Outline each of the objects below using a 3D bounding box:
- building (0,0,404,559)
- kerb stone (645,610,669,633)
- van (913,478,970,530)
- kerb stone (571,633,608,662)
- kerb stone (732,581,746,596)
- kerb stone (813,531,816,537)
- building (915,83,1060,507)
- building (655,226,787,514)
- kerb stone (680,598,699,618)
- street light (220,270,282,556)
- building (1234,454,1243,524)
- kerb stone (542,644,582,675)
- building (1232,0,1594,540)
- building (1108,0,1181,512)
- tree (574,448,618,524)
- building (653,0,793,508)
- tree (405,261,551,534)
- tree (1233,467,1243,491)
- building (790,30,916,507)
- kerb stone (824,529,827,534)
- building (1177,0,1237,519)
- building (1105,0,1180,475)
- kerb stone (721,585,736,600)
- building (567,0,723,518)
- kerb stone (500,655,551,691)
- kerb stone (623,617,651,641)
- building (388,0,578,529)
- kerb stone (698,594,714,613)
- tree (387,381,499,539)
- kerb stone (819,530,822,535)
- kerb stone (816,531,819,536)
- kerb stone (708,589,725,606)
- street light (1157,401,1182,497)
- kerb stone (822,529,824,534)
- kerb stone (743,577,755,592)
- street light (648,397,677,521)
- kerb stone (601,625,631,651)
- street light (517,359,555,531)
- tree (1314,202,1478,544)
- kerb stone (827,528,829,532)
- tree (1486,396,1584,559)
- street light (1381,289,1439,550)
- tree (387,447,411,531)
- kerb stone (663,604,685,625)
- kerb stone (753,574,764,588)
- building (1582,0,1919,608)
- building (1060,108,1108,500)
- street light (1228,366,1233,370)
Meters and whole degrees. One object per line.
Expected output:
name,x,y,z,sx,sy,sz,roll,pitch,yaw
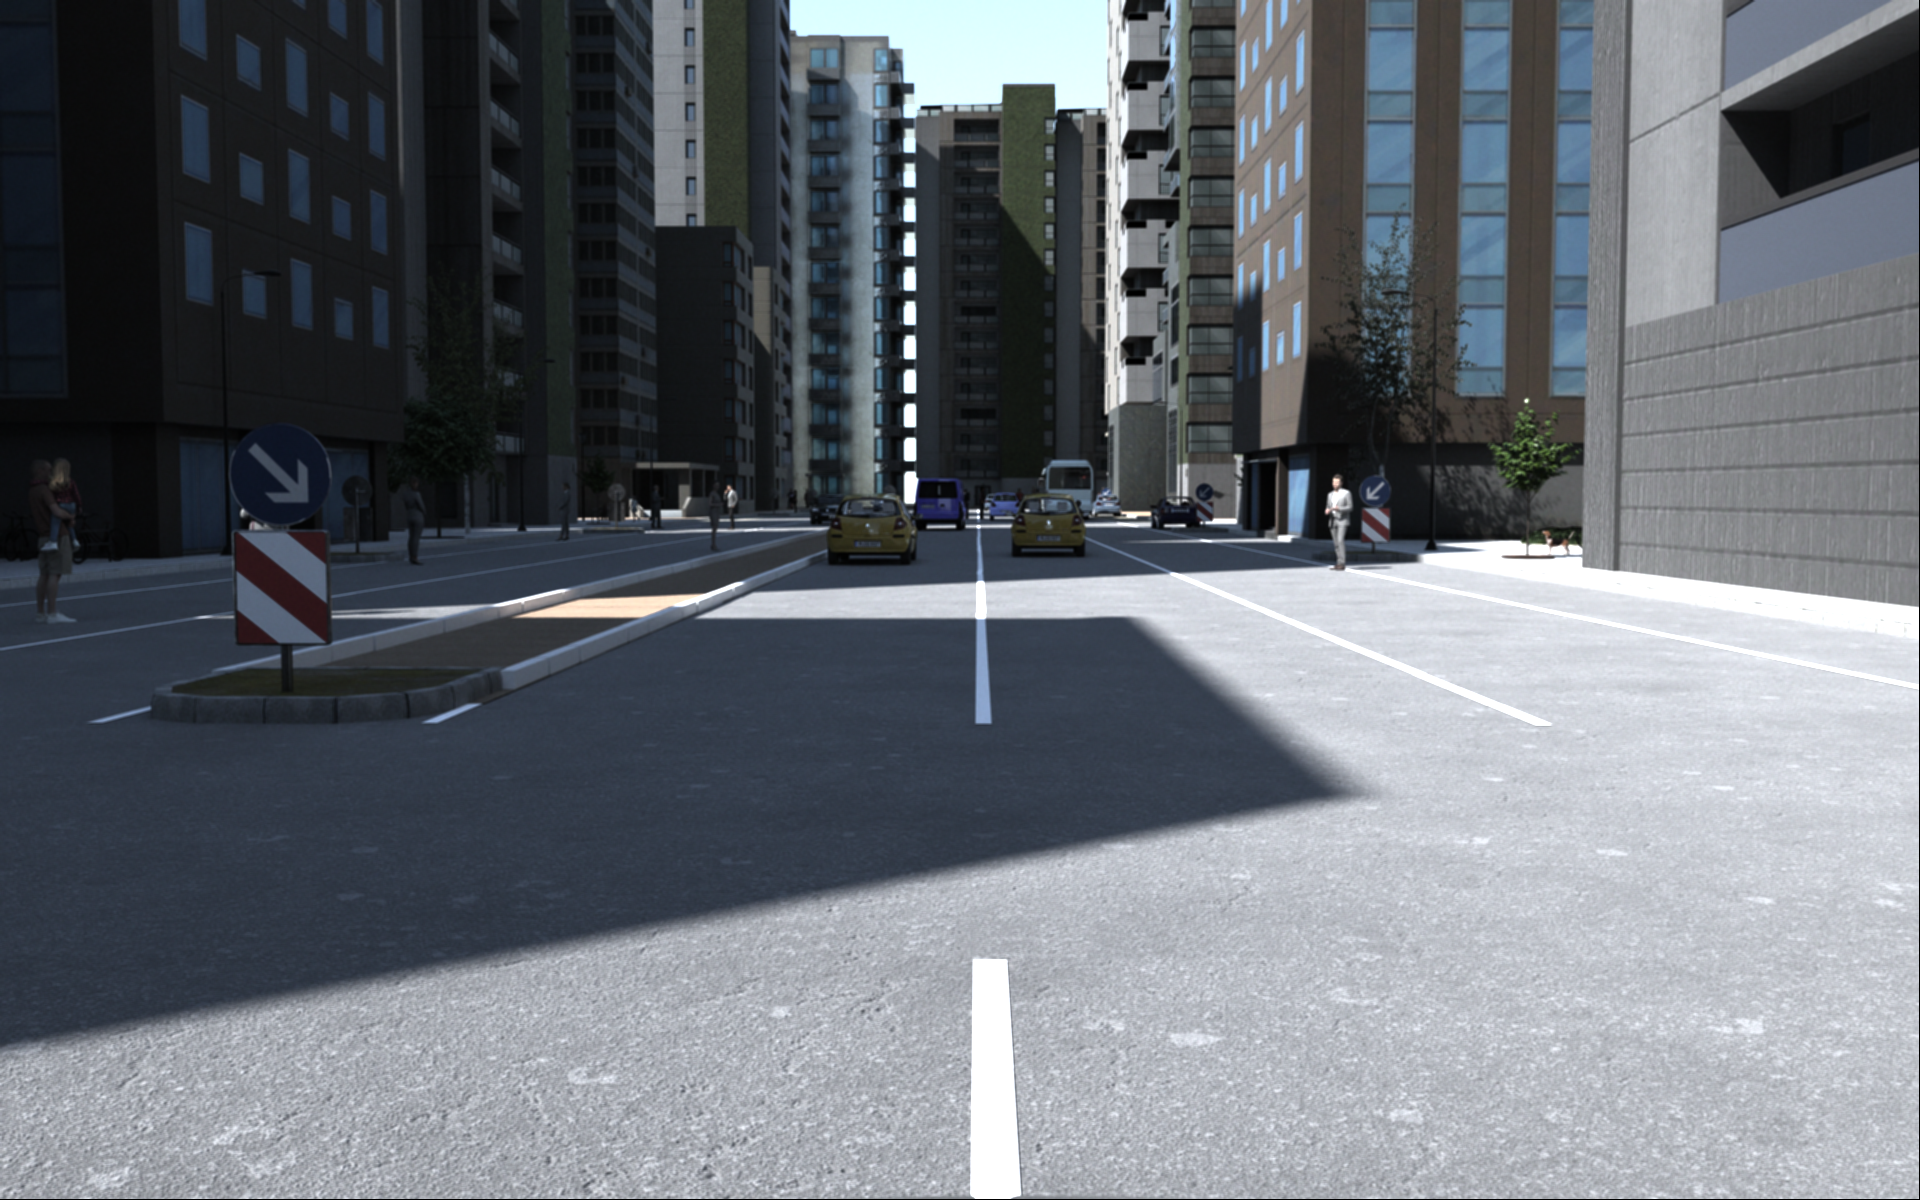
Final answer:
building,-22.354,-23.829,39.721,14.600,45.320,14.200,0,4,1
kerb stone,-3.242,0.241,18.252,0.120,0.150,1.000,0,4,1
van,-0.768,-4.004,69.847,2.240,2.365,5.245,0,4,2
kerb stone,-3.271,0.429,15.180,0.120,0.150,1.000,0,4,1
kerb stone,-3.177,-0.136,24.414,0.120,0.150,1.000,0,4,1
kerb stone,-4.935,-2.142,57.216,0.120,0.150,1.000,0,4,1
building,2.484,-30.132,176.255,14.086,41.232,14.154,0,4,1
building,-28.084,-17.215,126.506,27.650,21.520,28.899,0,4,1
kerb stone,-3.226,0.116,20.299,0.120,0.150,1.000,0,4,1
street light,-14.756,-3.885,36.053,1.470,5.913,1.316,0,4,1
building,19.087,-23.998,75.961,14.154,41.232,14.086,0,4,1
kerb stone,-3.285,0.495,14.152,0.120,0.150,1.000,0,4,1
building,16.576,-24.688,53.760,14.600,45.320,14.200,0,4,1
building,22.603,-49.239,117.735,22.319,86.520,31.000,0,4,1
tree,-15.273,-4.831,73.586,1.663,3.219,1.824,0,3,0
building,-29.272,-37.307,151.962,28.212,58.520,21.231,0,4,1
tree,-15.628,-6.430,55.488,4.737,8.622,4.395,0,3,0
tree,11.320,-4.412,66.736,1.663,3.219,1.824,0,3,0
building,-19.793,-34.380,181.724,30.456,49.044,23.786,0,4,1
kerb stone,-4.905,-2.392,61.313,0.120,0.150,1.000,0,4,1
building,18.927,-19.827,95.873,14.160,30.474,14.107,0,4,1
building,26.802,-34.170,147.917,28.713,52.752,27.495,0,4,1
kerb stone,-3.194,-0.068,23.383,0.120,0.150,1.000,0,4,1
building,-30.825,-24.911,99.176,32.217,40.220,23.993,0,4,1
kerb stone,-3.302,0.560,13.125,0.120,0.150,1.000,0,4,1
kerb stone,-3.254,0.304,17.230,0.120,0.150,1.000,0,4,1
building,-23.861,-23.509,67.966,14.154,41.232,14.086,0,4,1
kerb stone,-3.203,0.057,21.327,0.120,0.150,1.000,0,4,1
tree,-15.254,-4.079,50.410,4.285,4.588,4.351,0,3,0
kerb stone,-4.914,-2.266,59.261,0.120,0.150,1.000,0,4,1
kerb stone,-4.928,-2.204,58.239,0.120,0.150,1.000,0,4,1
kerb stone,-3.196,-0.010,22.360,0.120,0.150,1.000,0,4,1
street light,10.567,-6.999,86.971,1.470,5.913,1.316,0,4,1
kerb stone,-4.913,-2.330,60.291,0.120,0.150,1.000,0,4,1
kerb stone,-3.170,-0.197,25.436,0.120,0.150,1.000,0,4,1
street light,-14.308,-6.777,83.341,1.470,5.913,1.316,0,4,1
kerb stone,-3.265,0.369,16.202,0.120,0.150,1.000,0,4,1
street light,-14.605,-5.331,59.698,1.470,5.913,1.316,0,4,1
tree,11.061,-5.781,44.877,4.360,8.622,3.978,0,3,0
kerb stone,-4.890,-2.455,62.338,0.120,0.150,1.000,0,4,1
tree,11.264,-2.447,34.614,1.663,3.219,1.824,0,3,0
street light,10.238,-4.091,39.422,1.470,5.913,1.316,0,4,1
tree,-19.844,-3.995,59.914,1.663,3.219,1.824,0,3,0
kerb stone,-3.235,0.179,19.274,0.120,0.150,1.000,0,4,1
kerb stone,-3.162,-0.261,26.461,0.120,0.150,1.000,0,4,1
building,24.838,-29.220,19.744,28.212,58.520,21.231,0,4,1
building,16.587,-30.229,177.830,14.086,41.232,14.154,0,4,1
street light,10.421,-5.537,63.067,1.470,5.913,1.316,0,4,1
